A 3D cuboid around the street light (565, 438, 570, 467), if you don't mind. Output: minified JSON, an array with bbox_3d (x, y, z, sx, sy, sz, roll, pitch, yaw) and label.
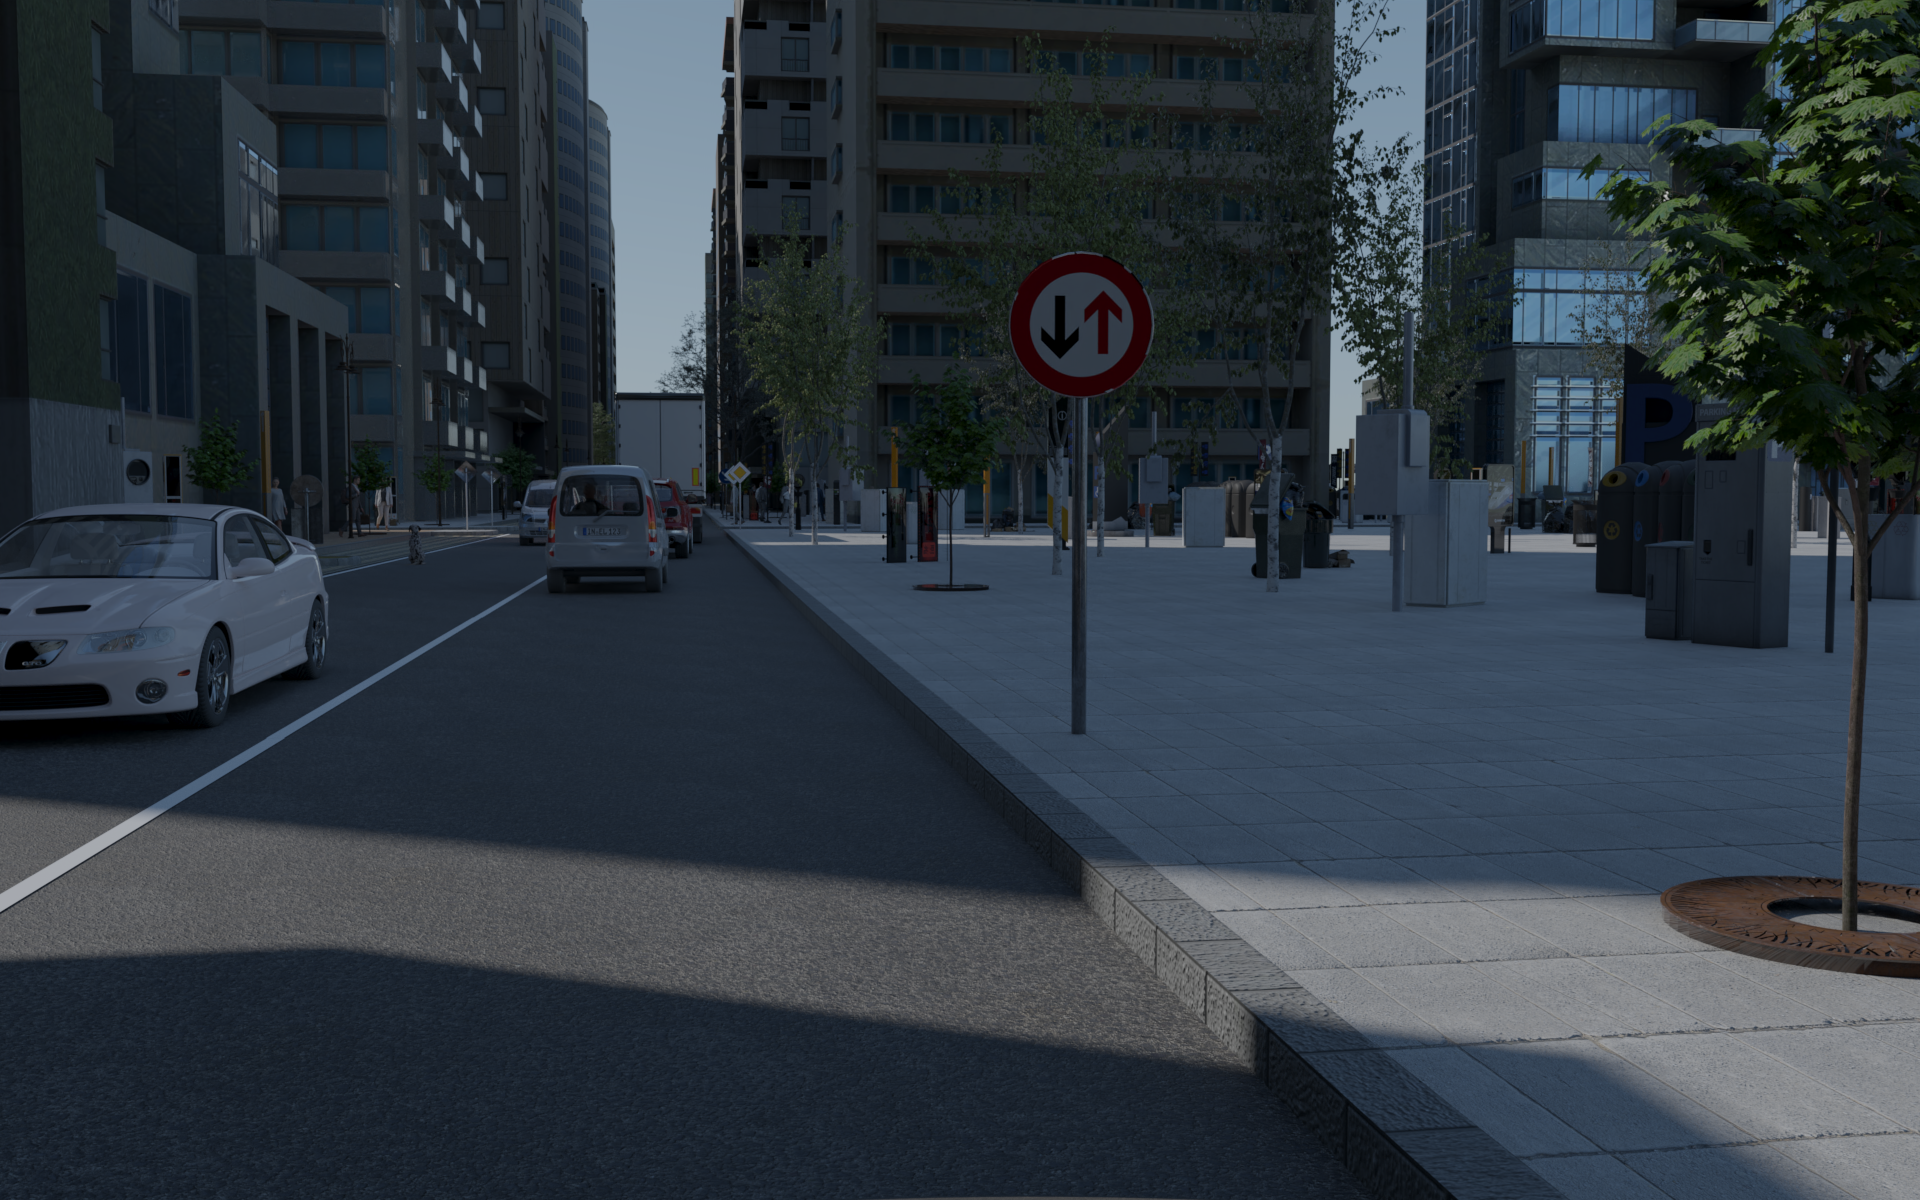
[{"bbox_3d":[-32.596,-10.455,143.723,0.468,5.910,1.993,-1,4,-9],"label":"street light"}]

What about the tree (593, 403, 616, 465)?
[{"bbox_3d":[-45.446,-18.138,214.677,7.486,12.596,7.792,0,3,0],"label":"tree"}]

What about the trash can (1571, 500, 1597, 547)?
[{"bbox_3d":[15.188,-1.856,41.993,0.748,1.137,0.748,0,3,0],"label":"trash can"}]

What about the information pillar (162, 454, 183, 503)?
[{"bbox_3d":[-14.607,-1.692,32.154,0.304,2.012,0.304,-2,4,-30],"label":"information pillar"}]

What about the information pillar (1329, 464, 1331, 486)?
[{"bbox_3d":[28.218,-8.658,132.919,0.504,3.616,0.183,3,4,36],"label":"information pillar"}]

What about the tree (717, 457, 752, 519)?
[{"bbox_3d":[-11.544,-5.814,89.653,1.663,3.219,1.824,0,3,0],"label":"tree"}]

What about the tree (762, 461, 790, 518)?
[{"bbox_3d":[-9.880,-5.997,92.647,1.663,3.219,1.824,0,3,0],"label":"tree"}]

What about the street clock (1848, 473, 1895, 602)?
[{"bbox_3d":[10.798,-0.986,20.698,0.471,2.002,0.358,1,4,12],"label":"street clock"}]

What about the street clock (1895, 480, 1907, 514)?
[{"bbox_3d":[19.672,-1.944,36.347,0.471,2.002,0.358,-1,4,-13],"label":"street clock"}]

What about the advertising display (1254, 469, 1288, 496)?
[{"bbox_3d":[7.916,-2.383,44.178,0.123,1.923,0.974,-3,5,-43],"label":"advertising display"}]

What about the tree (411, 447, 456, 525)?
[{"bbox_3d":[-21.424,-4.679,71.110,1.663,3.219,1.824,0,3,0],"label":"tree"}]

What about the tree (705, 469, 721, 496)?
[{"bbox_3d":[-32.383,-14.885,227.079,4.285,4.588,4.351,0,3,0],"label":"tree"}]

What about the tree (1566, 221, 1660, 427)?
[{"bbox_3d":[18.273,-5.886,46.605,4.360,8.622,3.978,0,3,0],"label":"tree"}]

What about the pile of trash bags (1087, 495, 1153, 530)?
[{"bbox_3d":[6.053,-3.238,62.686,1.912,1.369,3.447,-1,4,-23],"label":"pile of trash bags"}]

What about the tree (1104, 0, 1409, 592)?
[{"bbox_3d":[4.058,-4.422,22.657,4.360,8.622,3.978,0,3,0],"label":"tree"}]

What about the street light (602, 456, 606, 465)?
[{"bbox_3d":[-42.674,-14.367,207.681,0.468,5.910,1.993,-1,4,-9],"label":"street light"}]

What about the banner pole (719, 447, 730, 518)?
[{"bbox_3d":[-12.758,-6.294,92.931,0.401,3.779,0.863,-1,4,-14],"label":"banner pole"}]

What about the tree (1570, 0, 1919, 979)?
[{"bbox_3d":[2.575,-0.643,5.123,1.663,3.219,1.824,0,3,0],"label":"tree"}]

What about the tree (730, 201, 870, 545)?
[{"bbox_3d":[-3.673,-5.698,43.526,4.737,8.622,4.395,0,3,0],"label":"tree"}]

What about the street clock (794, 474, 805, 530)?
[{"bbox_3d":[-5.765,-3.495,61.713,0.471,2.002,0.358,0,4,2],"label":"street clock"}]

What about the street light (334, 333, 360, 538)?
[{"bbox_3d":[-17.634,-4.721,49.977,0.468,5.910,1.993,-1,4,-9],"label":"street light"}]

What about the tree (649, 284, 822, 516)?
[{"bbox_3d":[-13.074,-11.614,100.266,12.009,13.543,11.850,0,3,0],"label":"tree"}]

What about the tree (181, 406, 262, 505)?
[{"bbox_3d":[-16.320,-2.676,38.361,1.663,3.219,1.824,0,3,0],"label":"tree"}]

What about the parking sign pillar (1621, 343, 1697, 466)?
[{"bbox_3d":[12.374,-2.575,30.578,1.447,3.967,1.447,2,4,24],"label":"parking sign pillar"}]

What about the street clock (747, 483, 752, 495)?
[{"bbox_3d":[-13.643,-6.570,111.988,0.358,2.002,0.471,-3,4,-37],"label":"street clock"}]

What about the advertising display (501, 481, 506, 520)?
[{"bbox_3d":[-22.713,-4.952,86.180,0.123,1.923,0.974,0,4,-8],"label":"advertising display"}]

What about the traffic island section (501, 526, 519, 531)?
[{"bbox_3d":[-18.490,-2.816,68.330,2.009,0.180,2.903,-1,4,-9],"label":"traffic island section"}]

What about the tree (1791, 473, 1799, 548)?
[{"bbox_3d":[19.547,-5.538,40.908,4.737,8.622,4.395,0,3,0],"label":"tree"}]

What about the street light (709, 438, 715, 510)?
[{"bbox_3d":[-20.282,-10.420,143.149,0.468,5.910,1.993,-1,4,-9],"label":"street light"}]

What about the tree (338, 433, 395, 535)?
[{"bbox_3d":[-18.791,-3.674,54.676,1.663,3.219,1.824,0,3,0],"label":"tree"}]

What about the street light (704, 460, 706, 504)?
[{"bbox_3d":[-27.417,-13.131,187.483,0.468,5.910,1.993,-1,4,-9],"label":"street light"}]

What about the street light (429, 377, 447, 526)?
[{"bbox_3d":[-20.595,-5.850,68.431,0.468,5.910,1.993,-1,4,-9],"label":"street light"}]

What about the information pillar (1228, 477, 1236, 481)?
[{"bbox_3d":[11.649,-4.263,74.199,0.304,2.012,0.304,0,4,6],"label":"information pillar"}]

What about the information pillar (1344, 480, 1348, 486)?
[{"bbox_3d":[20.455,-5.324,91.536,0.304,2.012,0.304,0,4,5],"label":"information pillar"}]

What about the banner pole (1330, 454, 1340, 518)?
[{"bbox_3d":[20.489,-6.379,94.308,0.401,3.779,0.863,-3,5,-40],"label":"banner pole"}]

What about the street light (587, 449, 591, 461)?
[{"bbox_3d":[-37.679,-12.423,175.910,0.468,5.910,1.993,-1,4,-9],"label":"street light"}]

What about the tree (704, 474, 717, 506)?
[{"bbox_3d":[-24.097,-10.603,167.962,1.663,3.219,1.824,0,3,0],"label":"tree"}]

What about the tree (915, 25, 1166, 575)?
[{"bbox_3d":[1.425,-4.719,27.521,4.737,8.622,4.395,0,3,0],"label":"tree"}]

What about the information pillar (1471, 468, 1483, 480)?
[{"bbox_3d":[14.736,-2.740,49.283,0.304,2.012,0.304,3,5,43],"label":"information pillar"}]

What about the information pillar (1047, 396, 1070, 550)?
[{"bbox_3d":[2.250,-2.945,39.513,0.504,3.616,0.183,0,4,-5],"label":"information pillar"}]

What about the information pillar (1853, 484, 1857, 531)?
[{"bbox_3d":[31.453,-4.237,60.637,0.183,3.616,0.504,2,4,35],"label":"information pillar"}]

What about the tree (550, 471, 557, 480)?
[{"bbox_3d":[-32.948,-8.929,140.593,1.663,3.219,1.824,0,3,0],"label":"tree"}]

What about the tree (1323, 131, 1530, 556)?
[{"bbox_3d":[9.068,-5.204,35.456,4.737,8.622,4.395,0,3,0],"label":"tree"}]

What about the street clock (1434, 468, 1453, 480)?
[{"bbox_3d":[13.306,-2.639,47.715,0.471,2.002,0.358,-1,4,-10],"label":"street clock"}]

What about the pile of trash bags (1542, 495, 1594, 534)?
[{"bbox_3d":[21.063,-2.884,56.913,3.447,1.369,1.912,0,4,-7],"label":"pile of trash bags"}]

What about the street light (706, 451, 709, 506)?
[{"bbox_3d":[-22.313,-11.163,155.296,0.468,5.910,1.993,-1,4,-9],"label":"street light"}]

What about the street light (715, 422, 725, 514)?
[{"bbox_3d":[-15.307,-8.476,111.375,0.468,5.910,1.993,-1,4,-9],"label":"street light"}]

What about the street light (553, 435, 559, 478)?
[{"bbox_3d":[-30.881,-9.787,132.797,0.468,5.910,1.993,-1,4,-9],"label":"street light"}]

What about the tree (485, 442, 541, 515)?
[{"bbox_3d":[-27.911,-7.613,108.178,4.285,4.588,4.351,0,3,0],"label":"tree"}]

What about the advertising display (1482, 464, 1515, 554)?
[{"bbox_3d":[11.596,-1.964,37.323,0.974,1.923,0.123,-3,4,-36],"label":"advertising display"}]

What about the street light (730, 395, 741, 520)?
[{"bbox_3d":[-10.311,-6.533,79.605,0.468,5.910,1.993,-1,4,-9],"label":"street light"}]

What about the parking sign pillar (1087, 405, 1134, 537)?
[{"bbox_3d":[4.551,-3.905,52.324,1.447,3.967,1.447,3,4,39],"label":"parking sign pillar"}]

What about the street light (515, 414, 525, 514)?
[{"bbox_3d":[-25.571,-7.825,100.728,0.468,5.910,1.993,-1,4,-9],"label":"street light"}]

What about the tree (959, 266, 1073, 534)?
[{"bbox_3d":[1.960,-6.427,55.445,4.360,8.622,3.978,0,3,0],"label":"tree"}]

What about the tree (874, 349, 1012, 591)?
[{"bbox_3d":[-0.030,-1.744,23.112,1.663,3.219,1.824,0,3,0],"label":"tree"}]

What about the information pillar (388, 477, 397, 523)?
[{"bbox_3d":[-23.988,-4.196,73.101,0.304,2.012,0.304,2,4,34],"label":"information pillar"}]

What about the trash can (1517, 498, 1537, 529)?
[{"bbox_3d":[20.629,-3.143,63.049,0.748,1.137,0.748,0,3,0],"label":"trash can"}]
